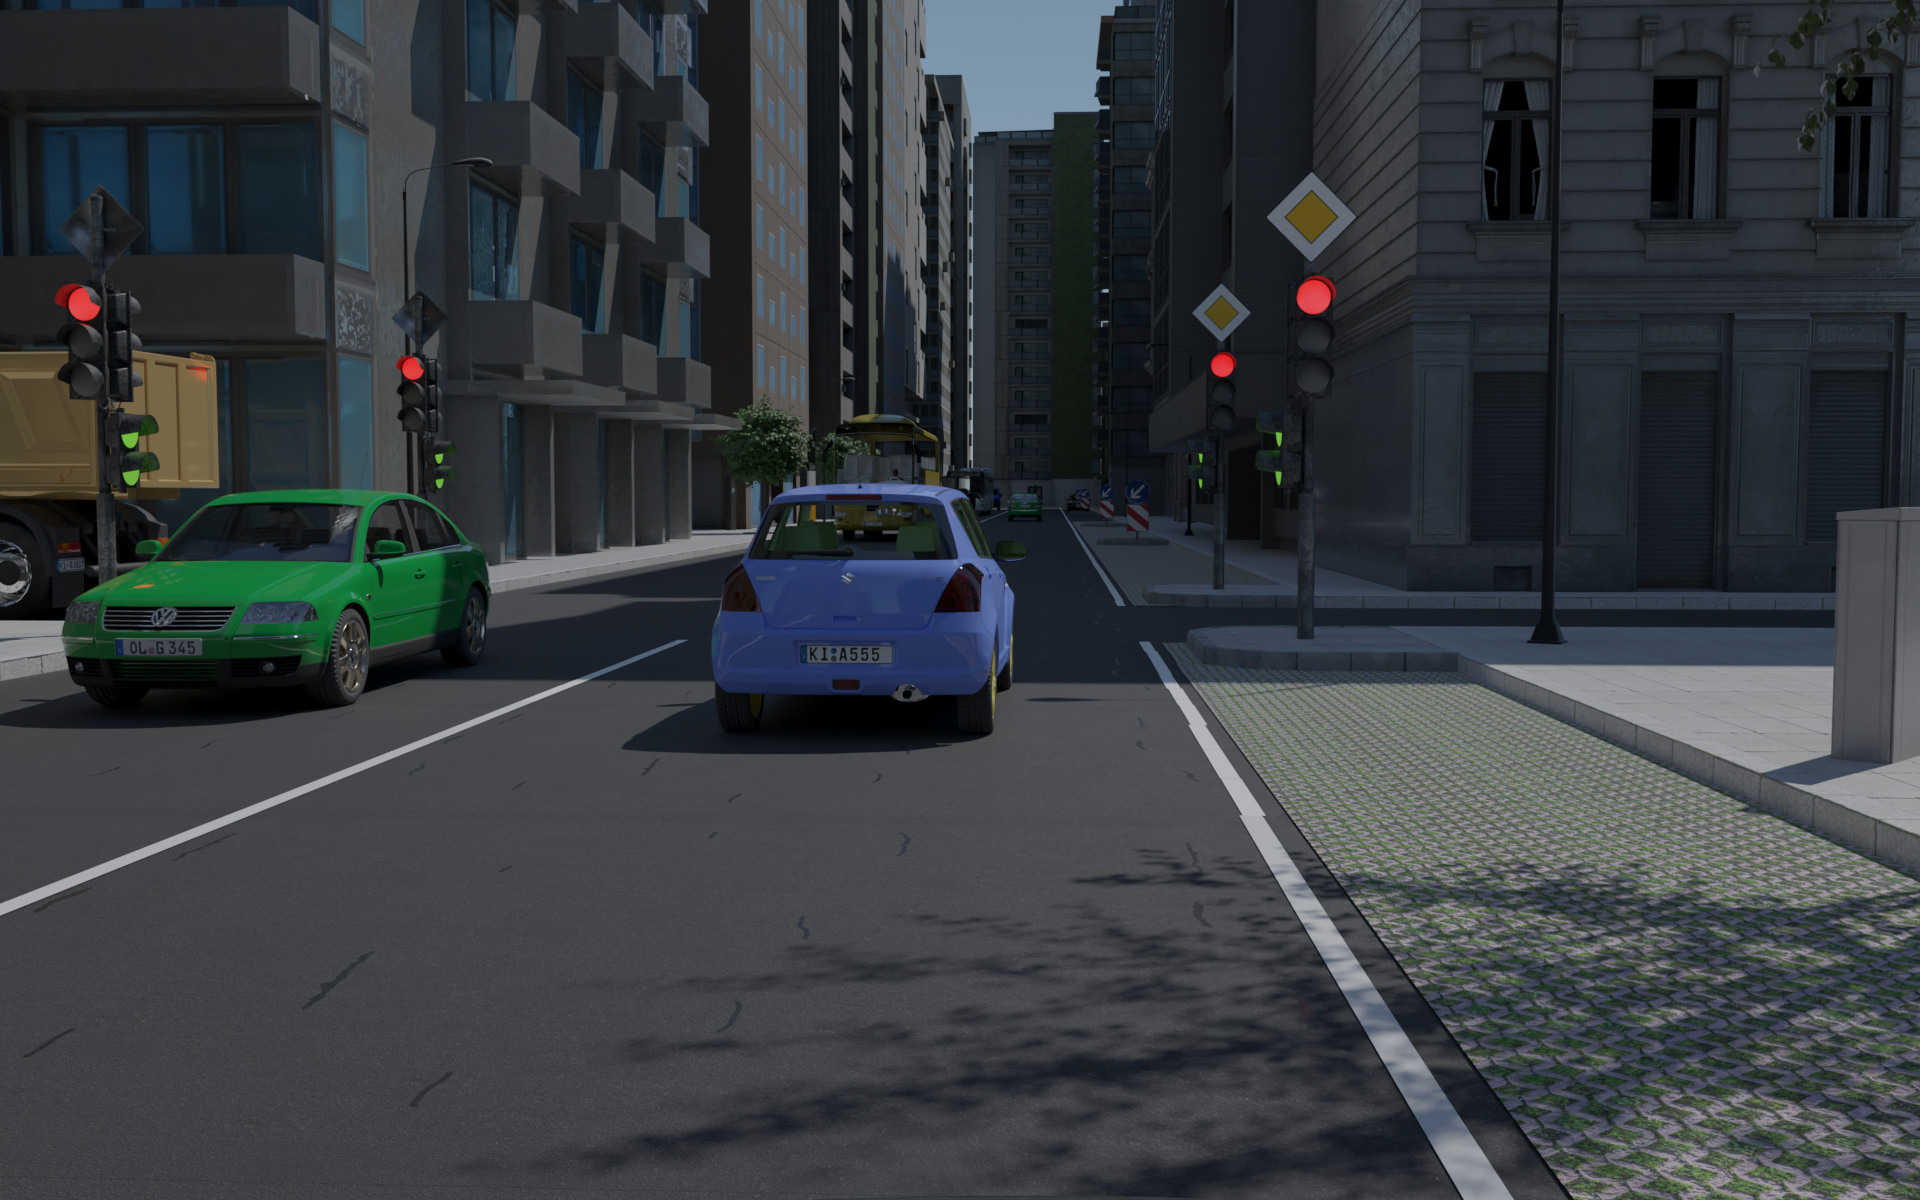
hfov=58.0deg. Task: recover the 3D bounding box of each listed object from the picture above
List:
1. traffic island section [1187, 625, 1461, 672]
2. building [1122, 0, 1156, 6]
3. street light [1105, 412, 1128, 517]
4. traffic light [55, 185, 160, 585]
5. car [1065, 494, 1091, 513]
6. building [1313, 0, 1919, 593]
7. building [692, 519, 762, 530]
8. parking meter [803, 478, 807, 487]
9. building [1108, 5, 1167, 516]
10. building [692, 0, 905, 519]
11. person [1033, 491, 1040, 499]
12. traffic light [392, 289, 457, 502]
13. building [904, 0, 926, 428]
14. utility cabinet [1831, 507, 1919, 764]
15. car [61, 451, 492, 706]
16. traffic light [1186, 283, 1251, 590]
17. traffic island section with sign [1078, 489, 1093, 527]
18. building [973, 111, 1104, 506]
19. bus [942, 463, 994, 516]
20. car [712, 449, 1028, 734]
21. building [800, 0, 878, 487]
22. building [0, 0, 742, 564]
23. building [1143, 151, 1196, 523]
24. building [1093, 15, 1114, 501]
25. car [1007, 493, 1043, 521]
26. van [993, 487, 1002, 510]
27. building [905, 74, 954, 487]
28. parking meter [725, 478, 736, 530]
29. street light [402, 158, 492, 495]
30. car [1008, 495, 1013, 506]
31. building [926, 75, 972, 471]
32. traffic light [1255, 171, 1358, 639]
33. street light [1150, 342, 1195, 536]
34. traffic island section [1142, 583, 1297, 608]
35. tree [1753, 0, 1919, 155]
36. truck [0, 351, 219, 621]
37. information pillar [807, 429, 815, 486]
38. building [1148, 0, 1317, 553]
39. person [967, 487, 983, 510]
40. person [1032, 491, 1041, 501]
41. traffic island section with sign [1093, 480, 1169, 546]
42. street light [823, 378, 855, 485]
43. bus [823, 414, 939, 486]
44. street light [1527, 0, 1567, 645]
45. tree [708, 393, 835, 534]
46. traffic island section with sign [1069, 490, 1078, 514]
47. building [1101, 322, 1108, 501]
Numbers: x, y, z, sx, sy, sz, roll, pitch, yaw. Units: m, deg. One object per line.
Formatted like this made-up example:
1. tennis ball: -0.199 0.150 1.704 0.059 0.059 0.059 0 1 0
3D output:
1. traffic island section: 3.084 0.423 15.357 2.009 0.180 2.903 0 4 3
2. building: 23.371 -31.125 128.502 23.786 49.044 30.456 0 4 3
3. street light: 8.858 -7.646 97.554 1.470 5.913 1.316 0 4 3
4. traffic light: -7.802 -1.644 15.800 0.839 4.253 0.868 0 4 3
5. car: 9.158 -7.616 134.311 2.009 1.686 4.222 0 4 2
6. building: 15.025 -10.836 26.322 18.267 20.994 9.793 0 4 3
7. building: -13.894 -25.565 68.096 14.600 45.320 14.200 0 4 3
8. parking meter: -5.563 -3.557 63.866 0.399 1.863 0.255 -1 4 -15
9. building: 16.166 -20.471 106.398 14.160 30.474 14.107 0 4 3
10. building: -10.889 -27.869 105.764 14.600 45.320 14.200 0 4 3
11. person: 6.705 -8.960 155.710 1.217 1.736 0.721 2 4 27
12. traffic light: -7.381 -2.132 23.774 0.839 4.253 0.868 0 4 3
13. building: -16.618 -32.871 126.675 28.713 52.752 27.495 0 4 3
14. utility cabinet: 4.687 0.154 8.638 1.020 1.237 0.306 -3 5 -44
15. car: -4.955 -0.265 13.127 1.959 1.807 4.718 0 4 1
16. traffic light: 3.466 -2.098 23.220 0.839 4.253 0.868 0 4 3
17. traffic island section with sign: 6.286 -4.109 75.804 1.989 1.847 2.006 0 4 3
18. building: 8.444 -30.902 188.849 14.086 41.232 14.154 0 4 3
19. bus: 0.717 -7.567 118.581 2.948 3.499 13.247 0 4 4
20. car: -0.523 -0.129 11.695 1.945 1.707 3.694 0 4 4
21. building: -11.994 -19.504 90.592 14.160 30.474 14.107 0 4 3
22. building: -18.218 -25.583 37.896 23.786 49.044 30.456 0 4 3
23. building: 15.867 -15.963 80.087 14.460 24.649 34.723 0 4 3
24. building: 23.447 -30.817 158.481 22.147 44.769 28.867 0 4 3
25. car: 3.458 -5.104 92.251 1.959 1.807 4.718 0 4 2
26. van: 2.691 -9.285 156.191 2.240 2.365 5.245 0 4 2
27. building: -12.805 -28.586 159.262 23.993 40.220 32.217 0 4 3
28. parking meter: -8.136 -3.408 61.427 0.255 1.863 0.399 2 4 27
29. street light: -7.157 -3.155 24.118 1.470 5.913 1.316 0 4 3
30. car: 4.633 -7.372 132.893 2.083 1.381 4.827 0 4 2
31. building: -9.739 -34.835 193.255 21.600 48.544 21.300 0 4 3
32. traffic light: 3.045 -1.610 15.246 0.839 4.253 0.868 0 4 3
33. street light: 6.508 -4.930 53.151 1.470 5.913 1.316 0 4 3
34. traffic island section: 3.505 -0.064 23.332 2.009 0.180 2.903 0 4 3
35. tree: 4.744 -3.471 7.106 4.360 8.622 3.978 0 3 0
36. truck: -14.015 -1.499 20.433 9.791 3.379 3.469 0 4 5
37. information pillar: -5.312 -4.319 61.974 0.183 3.616 0.504 1 4 23
38. building: 13.219 -13.993 47.851 14.314 24.678 30.058 0 4 3
39. person: 0.763 -5.698 101.299 1.348 1.869 0.705 -3 4 -36
40. person: 6.803 -8.816 153.446 0.742 1.727 0.445 -1 4 -22
41. traffic island section with sign: 4.860 -2.460 48.841 1.989 1.847 2.006 0 4 3
42. street light: -4.900 -5.916 69.271 1.470 5.913 1.316 0 4 3
43. bus: -2.298 -4.004 57.009 2.896 3.916 12.252 0 4 3
44. street light: 4.527 -2.585 14.799 1.470 5.913 1.316 0 4 3
45. tree: -6.460 -4.446 56.399 4.285 4.588 4.351 0 3 0
46. traffic island section with sign: 8.878 -7.117 124.982 1.989 1.847 2.006 0 4 3
47. building: 30.524 -21.407 195.050 28.899 21.520 27.650 0 4 3
